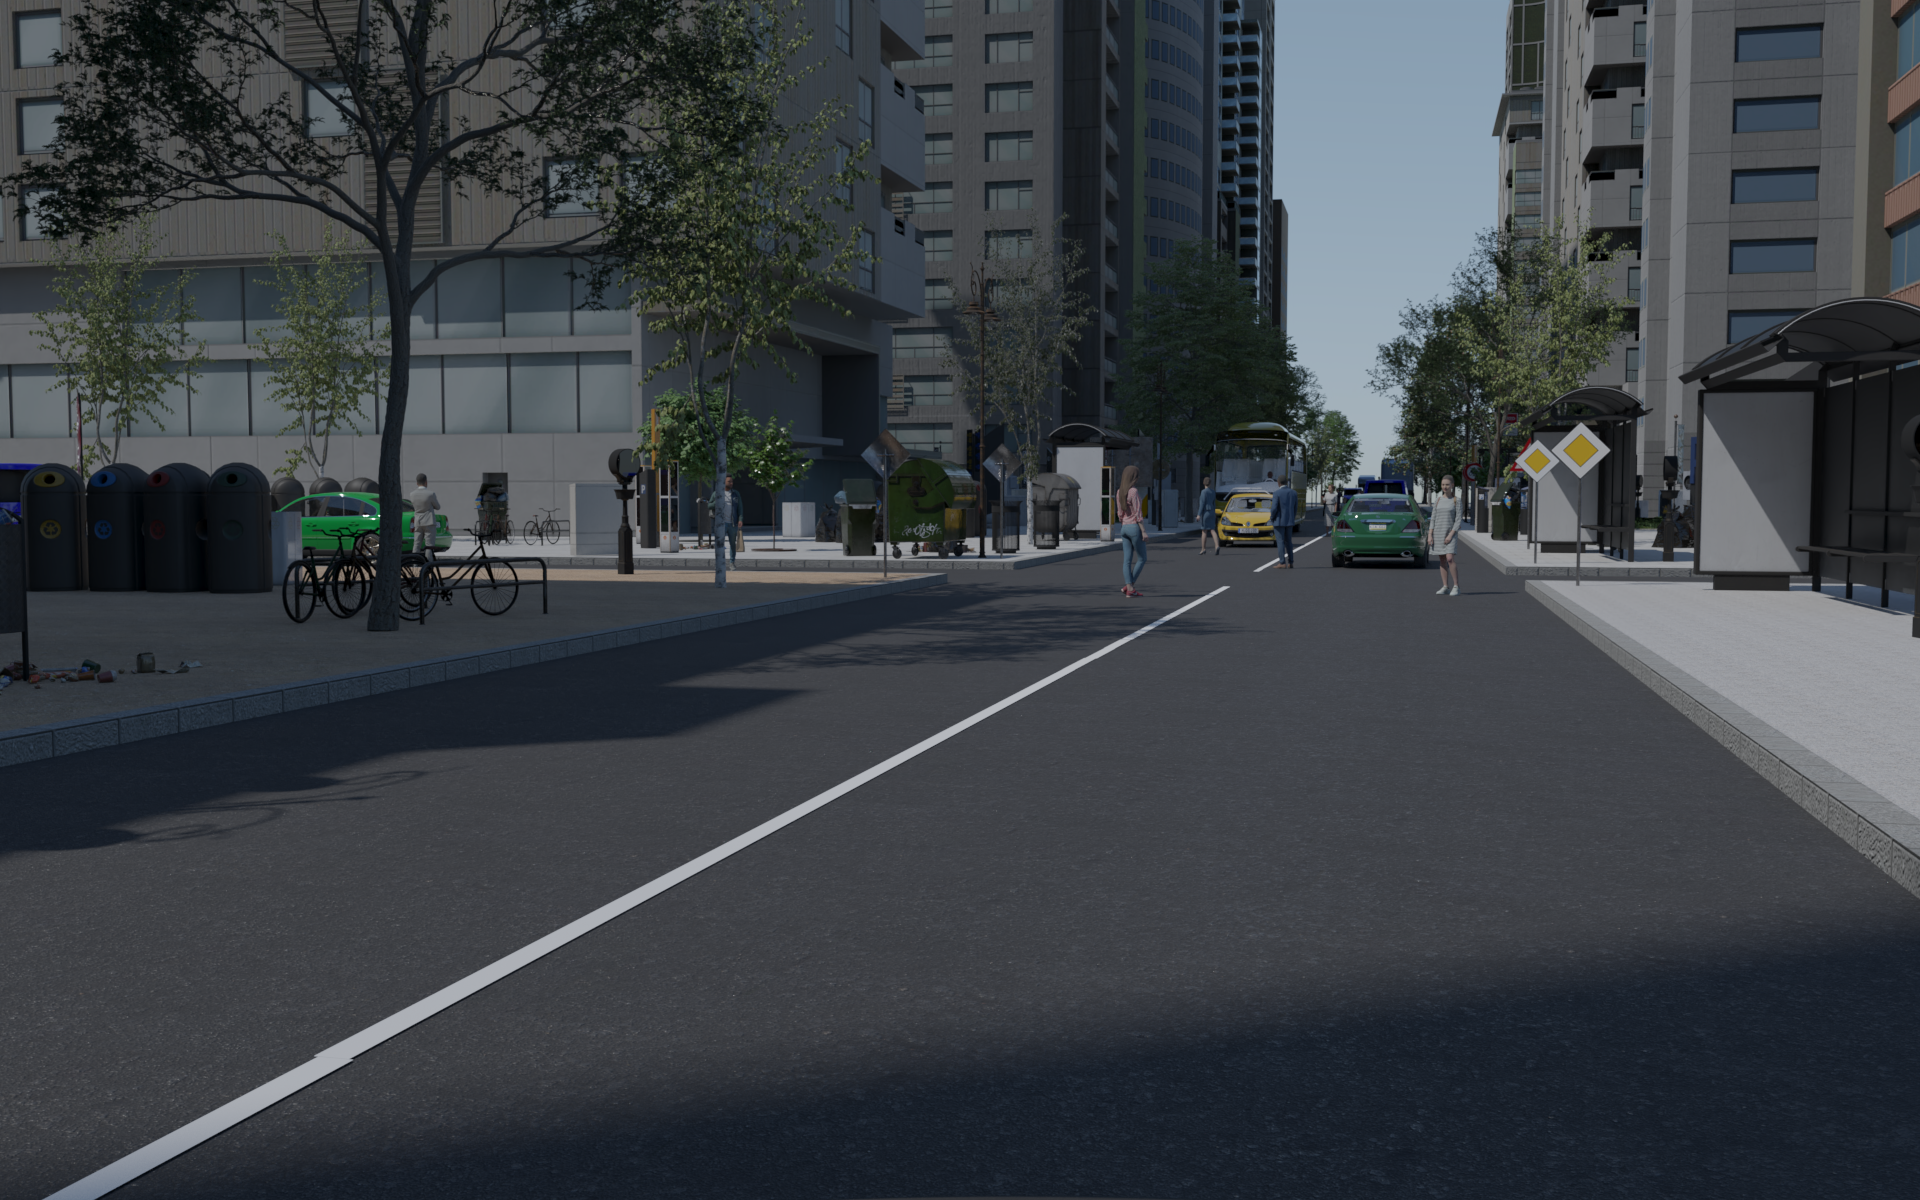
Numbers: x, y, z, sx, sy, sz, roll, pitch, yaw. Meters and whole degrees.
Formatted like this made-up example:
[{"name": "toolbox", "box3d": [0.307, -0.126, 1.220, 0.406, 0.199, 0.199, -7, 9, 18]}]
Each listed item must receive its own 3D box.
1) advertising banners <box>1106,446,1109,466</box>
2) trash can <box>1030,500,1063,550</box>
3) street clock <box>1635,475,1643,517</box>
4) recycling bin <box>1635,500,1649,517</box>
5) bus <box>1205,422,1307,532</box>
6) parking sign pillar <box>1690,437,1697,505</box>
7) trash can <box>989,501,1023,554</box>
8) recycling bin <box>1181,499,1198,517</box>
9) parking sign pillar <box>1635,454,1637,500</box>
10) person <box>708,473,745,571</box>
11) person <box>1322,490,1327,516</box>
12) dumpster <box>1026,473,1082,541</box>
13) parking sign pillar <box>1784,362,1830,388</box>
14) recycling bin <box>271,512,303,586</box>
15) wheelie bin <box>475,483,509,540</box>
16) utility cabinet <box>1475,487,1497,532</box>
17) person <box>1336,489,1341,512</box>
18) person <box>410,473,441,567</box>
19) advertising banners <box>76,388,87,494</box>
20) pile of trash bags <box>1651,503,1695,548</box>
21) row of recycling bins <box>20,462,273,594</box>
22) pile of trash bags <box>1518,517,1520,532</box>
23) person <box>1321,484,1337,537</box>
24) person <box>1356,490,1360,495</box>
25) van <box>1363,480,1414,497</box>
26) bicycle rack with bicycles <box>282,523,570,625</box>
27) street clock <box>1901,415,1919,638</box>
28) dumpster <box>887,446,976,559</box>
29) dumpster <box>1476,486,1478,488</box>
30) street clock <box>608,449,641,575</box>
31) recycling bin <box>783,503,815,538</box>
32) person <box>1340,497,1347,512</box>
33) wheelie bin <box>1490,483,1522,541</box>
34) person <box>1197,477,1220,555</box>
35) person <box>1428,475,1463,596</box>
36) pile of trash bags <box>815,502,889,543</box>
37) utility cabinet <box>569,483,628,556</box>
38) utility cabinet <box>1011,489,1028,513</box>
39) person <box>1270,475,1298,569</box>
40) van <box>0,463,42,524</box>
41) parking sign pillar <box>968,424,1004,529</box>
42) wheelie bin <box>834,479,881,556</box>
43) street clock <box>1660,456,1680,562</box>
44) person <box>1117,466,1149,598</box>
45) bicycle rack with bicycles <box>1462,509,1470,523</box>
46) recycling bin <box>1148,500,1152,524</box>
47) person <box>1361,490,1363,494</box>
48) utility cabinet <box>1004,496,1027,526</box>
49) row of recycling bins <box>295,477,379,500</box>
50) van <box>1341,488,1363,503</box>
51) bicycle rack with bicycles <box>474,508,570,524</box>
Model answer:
[{"name": "advertising banners", "box3d": [4.612, -3.908, 60.079, 0.090, 3.025, 2.074, 3, 4, 37]}, {"name": "trash can", "box3d": [2.005, -1.743, 40.144, 0.748, 1.137, 0.748, 0, 3, 0]}, {"name": "street clock", "box3d": [25.471, -3.701, 65.079, 0.358, 2.002, 0.471, 3, 4, 36]}, {"name": "recycling bin", "box3d": [27.553, -3.550, 70.604, 0.722, 1.027, 0.722, -1, 4, -9]}, {"name": "bus", "box3d": [10.985, -4.356, 62.773, 2.896, 3.916, 12.252, 1, 4, 14]}, {"name": "parking sign pillar", "box3d": [25.068, -4.270, 58.289, 1.447, 3.967, 1.447, 0, 4, -1]}, {"name": "trash can", "box3d": [0.992, -1.577, 37.435, 0.748, 1.137, 0.748, 0, 3, 0]}, {"name": "recycling bin", "box3d": [12.959, -5.225, 97.977, 0.722, 1.027, 0.722, -2, 4, -23]}, {"name": "parking sign pillar", "box3d": [30.915, -5.654, 80.910, 1.447, 3.967, 1.447, -3, 5, -40]}, {"name": "person", "box3d": [-4.255, -1.437, 31.981, 0.794, 1.824, 0.713, 0, 4, 1]}, {"name": "person", "box3d": [23.496, -6.226, 111.116, 0.721, 1.723, 1.217, 3, 4, 36]}, {"name": "dumpster", "box3d": [2.582, -2.578, 47.916, 1.264, 1.857, 1.865, 1, 4, 14]}, {"name": "parking sign pillar", "box3d": [15.957, -2.738, 33.240, 1.447, 3.967, 1.447, 2, 4, 35]}, {"name": "recycling bin", "box3d": [-9.803, -0.735, 24.575, 0.722, 1.027, 0.722, 0, 4, -3]}, {"name": "wheelie bin", "box3d": [-12.985, -2.465, 48.215, 0.693, 1.594, 0.980, 3, 5, 43]}, {"name": "utility cabinet", "box3d": [17.665, -3.014, 57.956, 0.318, 1.500, 1.173, -1, 4, -12]}, {"name": "person", "box3d": [23.639, -6.107, 108.792, 0.568, 1.767, 0.683, 1, 4, 15]}, {"name": "person", "box3d": [-9.497, -1.353, 30.803, 0.511, 1.800, 0.466, 0, 4, 0]}, {"name": "advertising banners", "box3d": [-14.996, -2.042, 29.568, 0.090, 3.025, 2.074, -2, 4, -25]}, {"name": "pile of trash bags", "box3d": [18.409, -1.958, 41.762, 3.447, 1.369, 1.912, -2, 4, -34]}, {"name": "row of recycling bins", "box3d": [-10.755, -0.967, 22.923, 3.534, 1.692, 1.069, 1, 4, 10]}, {"name": "pile of trash bags", "box3d": [19.429, -3.118, 60.730, 1.912, 1.369, 3.447, 0, 4, -2]}, {"name": "person", "box3d": [12.336, -2.985, 57.875, 0.480, 1.755, 0.524, 2, 4, 26]}, {"name": "person", "box3d": [27.348, -6.680, 118.656, 0.436, 1.711, 0.756, -2, 4, -33]}, {"name": "van", "box3d": [18.829, -4.403, 76.366, 2.240, 2.365, 5.245, 1, 4, 16]}, {"name": "bicycle rack with bicycles", "box3d": [-5.828, -0.289, 18.101, 2.852, 0.926, 2.925, 2, 4, 30]}, {"name": "street clock", "box3d": [8.621, -0.661, 15.371, 0.471, 2.002, 0.358, 0, 4, 4]}, {"name": "dumpster", "box3d": [-0.623, -1.977, 34.810, 1.502, 2.255, 1.985, 1, 4, 14]}, {"name": "dumpster", "box3d": [23.939, -4.441, 78.366, 1.264, 1.857, 1.865, 1, 4, 14]}, {"name": "street clock", "box3d": [-5.343, -1.410, 27.631, 0.358, 2.002, 0.471, 3, 5, 44]}, {"name": "recycling bin", "box3d": [-4.789, -2.381, 51.489, 0.722, 1.027, 0.722, 2, 4, 32]}, {"name": "person", "box3d": [15.940, -3.620, 71.937, 0.306, 1.304, 0.590, 0, 4, -2]}, {"name": "wheelie bin", "box3d": [15.025, -2.431, 47.649, 0.693, 1.594, 0.980, -1, 4, -10]}, {"name": "person", "box3d": [5.828, -1.962, 40.606, 0.581, 1.822, 0.654, -2, 4, -23]}, {"name": "person", "box3d": [6.942, -0.928, 24.680, 0.512, 1.701, 0.522, 3, 5, 41]}, {"name": "pile of trash bags", "box3d": [-2.075, -2.241, 46.390, 3.447, 1.369, 1.912, -2, 4, -24]}, {"name": "utility cabinet", "box3d": [-7.503, -1.670, 35.988, 1.173, 1.500, 0.318, -3, 4, -37]}, {"name": "utility cabinet", "box3d": [2.990, -4.467, 81.722, 1.173, 1.500, 0.318, -2, 4, -35]}, {"name": "person", "box3d": [6.242, -1.506, 33.312, 0.721, 1.800, 0.419, -2, 4, -34]}, {"name": "van", "box3d": [-20.972, -1.876, 35.058, 5.245, 2.365, 2.240, 1, 4, 14]}, {"name": "parking sign pillar", "box3d": [0.982, -4.672, 64.854, 1.447, 3.967, 1.447, -1, 4, -20]}, {"name": "wheelie bin", "box3d": [-2.144, -1.714, 35.940, 0.980, 1.594, 0.693, -1, 4, -19]}, {"name": "street clock", "box3d": [13.422, -1.724, 32.764, 0.358, 2.002, 0.471, 1, 4, 18]}, {"name": "person", "box3d": [2.407, -0.947, 23.991, 0.388, 1.821, 0.555, -3, 5, -39]}, {"name": "bicycle rack with bicycles", "box3d": [23.433, -3.807, 75.630, 2.925, 0.926, 2.852, 1, 4, 11]}, {"name": "recycling bin", "box3d": [8.550, -3.779, 74.335, 0.722, 1.027, 0.722, 3, 4, 36]}, {"name": "person", "box3d": [35.569, -8.826, 153.361, 0.990, 1.755, 0.434, -1, 4, -15]}, {"name": "utility cabinet", "box3d": [2.170, -3.553, 69.256, 1.020, 1.237, 0.306, -1, 4, -13]}, {"name": "row of recycling bins", "box3d": [-15.888, -2.147, 42.214, 3.534, 1.692, 1.069, -3, 4, -36]}, {"name": "van", "box3d": [37.563, -9.848, 165.406, 2.240, 2.365, 5.245, 1, 4, 14]}, {"name": "bicycle rack with bicycles", "box3d": [-11.236, -1.862, 43.822, 2.852, 0.926, 2.925, 1, 4, 11]}]
